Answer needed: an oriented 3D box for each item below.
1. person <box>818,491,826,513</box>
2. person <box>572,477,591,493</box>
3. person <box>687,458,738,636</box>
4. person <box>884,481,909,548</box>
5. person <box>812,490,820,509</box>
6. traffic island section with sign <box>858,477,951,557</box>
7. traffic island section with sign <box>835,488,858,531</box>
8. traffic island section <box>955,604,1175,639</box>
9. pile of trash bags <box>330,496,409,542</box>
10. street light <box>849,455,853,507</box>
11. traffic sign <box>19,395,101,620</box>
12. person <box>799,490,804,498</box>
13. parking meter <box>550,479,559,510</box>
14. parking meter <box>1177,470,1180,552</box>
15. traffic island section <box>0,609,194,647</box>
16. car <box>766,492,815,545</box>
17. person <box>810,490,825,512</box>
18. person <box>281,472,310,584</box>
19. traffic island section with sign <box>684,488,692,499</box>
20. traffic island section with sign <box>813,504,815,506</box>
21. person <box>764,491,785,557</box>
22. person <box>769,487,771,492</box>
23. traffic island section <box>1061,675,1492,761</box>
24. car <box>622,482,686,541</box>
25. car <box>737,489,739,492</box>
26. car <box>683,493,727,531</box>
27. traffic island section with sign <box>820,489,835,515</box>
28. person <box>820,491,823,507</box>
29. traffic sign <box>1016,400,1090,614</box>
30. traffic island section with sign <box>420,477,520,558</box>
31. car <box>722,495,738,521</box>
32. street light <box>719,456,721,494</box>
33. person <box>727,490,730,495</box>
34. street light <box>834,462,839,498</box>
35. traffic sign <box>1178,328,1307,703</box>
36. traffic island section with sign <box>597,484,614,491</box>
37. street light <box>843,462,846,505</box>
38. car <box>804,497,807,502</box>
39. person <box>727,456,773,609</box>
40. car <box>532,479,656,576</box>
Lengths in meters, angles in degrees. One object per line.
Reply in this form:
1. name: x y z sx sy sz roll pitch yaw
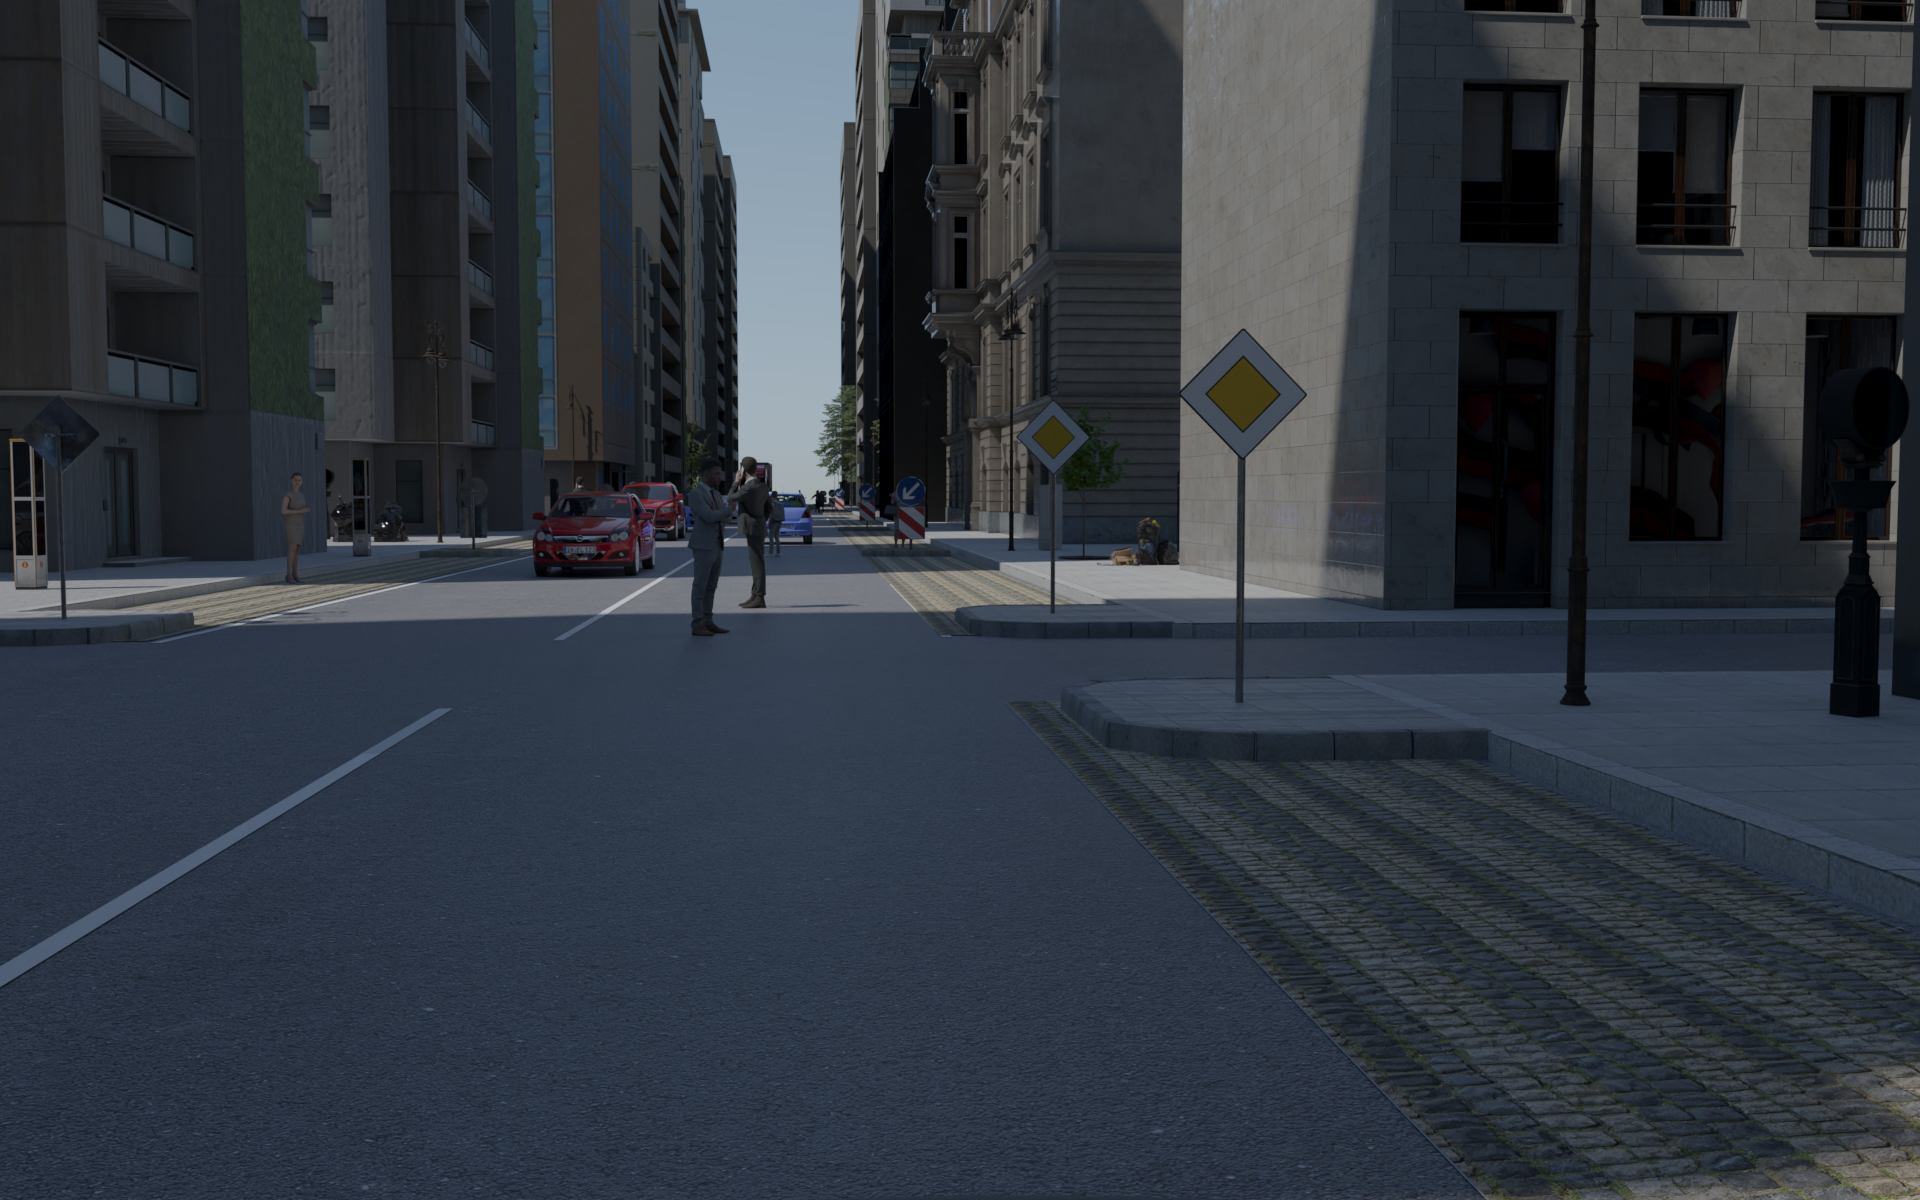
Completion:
1. person: -10.527 -7.494 131.941 0.541 1.710 0.530 3 5 44
2. person: -10.335 -2.418 47.403 0.474 1.900 0.648 3 5 43
3. person: -2.503 -0.546 17.605 0.466 1.800 0.511 0 4 7
4. person: -1.566 -2.137 43.801 0.716 1.782 0.532 0 4 -1
5. person: -13.342 -9.436 162.872 1.348 1.812 0.705 -2 4 -35
6. traffic island section with sign: -1.288 -1.932 40.224 1.989 1.847 2.006 0 4 -5
7. traffic island section with sign: -3.752 -3.599 67.468 1.989 1.847 2.006 0 4 -5
8. traffic island section: 1.016 0.223 18.633 2.009 0.180 2.903 0 4 -5
9. pile of trash bags: -16.614 -2.266 46.801 3.447 1.369 1.912 0 4 1
10. street light: -10.638 -12.015 169.238 0.468 5.910 1.993 0 4 -5
11. traffic sign: -9.161 -0.857 17.654 0.795 2.450 0.064 0 4 -5
12. person: -14.477 -9.036 156.255 1.348 1.821 0.705 3 5 43
13. parking meter: -15.623 -3.732 66.724 0.255 1.863 0.399 0 4 2
14. parking meter: 4.950 -1.982 38.112 0.255 1.863 0.399 2 4 26
15. traffic island section: -9.184 0.279 17.713 2.009 0.180 2.903 0 4 -5
16. car: -5.156 -2.488 50.276 1.945 1.707 3.694 0 4 -7
17. person: -11.198 -7.768 136.230 1.217 1.743 0.721 1 4 14
18. person: -10.636 -1.157 27.757 0.374 1.781 0.599 1 4 12
19. traffic island section with sign: -18.157 -6.581 116.223 1.989 1.847 2.006 0 4 -5
20. traffic island section with sign: -15.813 -11.703 199.978 1.989 1.847 2.006 0 4 -5
21. person: -4.237 -1.737 39.501 0.523 1.515 0.503 0 4 0
22. person: -10.657 -5.395 96.665 1.348 1.831 0.705 2 4 34
23. traffic island section: 1.739 0.710 10.680 2.009 0.180 2.903 0 4 -5
24. car: -9.782 -2.801 54.477 2.281 1.827 5.304 0 4 -5
25. car: -17.513 -8.116 141.376 2.281 1.827 5.304 0 4 -5
26. car: -9.949 -3.492 66.690 1.945 1.707 3.694 0 4 -6
27. traffic island section with sign: -8.308 -6.661 117.538 1.989 1.847 2.006 0 4 -5
28. person: -15.642 -11.415 195.162 0.705 1.821 1.348 -1 4 -9
29. traffic sign: 0.993 -0.912 18.553 0.795 2.450 0.064 0 4 -5
30. traffic island section with sign: -11.198 -1.902 39.728 1.989 1.847 2.006 0 4 -5
31. car: -11.338 -4.418 84.591 2.083 1.381 4.827 0 4 -5
32. street light: -28.274 -14.148 204.105 0.468 5.910 1.993 0 4 -5
33. person: -21.095 -9.216 159.166 1.348 1.826 0.705 -1 4 -11
34. street light: -18.250 -17.092 252.235 0.468 5.910 1.993 0 4 -5
35. traffic sign: 1.717 -0.426 10.601 0.795 2.450 0.064 0 4 -5
36. traffic island section with sign: -13.691 -3.572 67.028 1.989 1.847 2.006 0 4 -5
37. street light: -13.206 -13.748 197.569 0.468 5.910 1.993 0 4 -5
38. car: -18.922 -11.778 202.360 2.009 1.686 4.222 0 4 -4
39. person: -2.648 -0.850 21.766 0.474 1.900 0.648 1 4 10
40. car: -6.633 -1.382 31.643 2.155 1.783 4.494 0 4 -4
